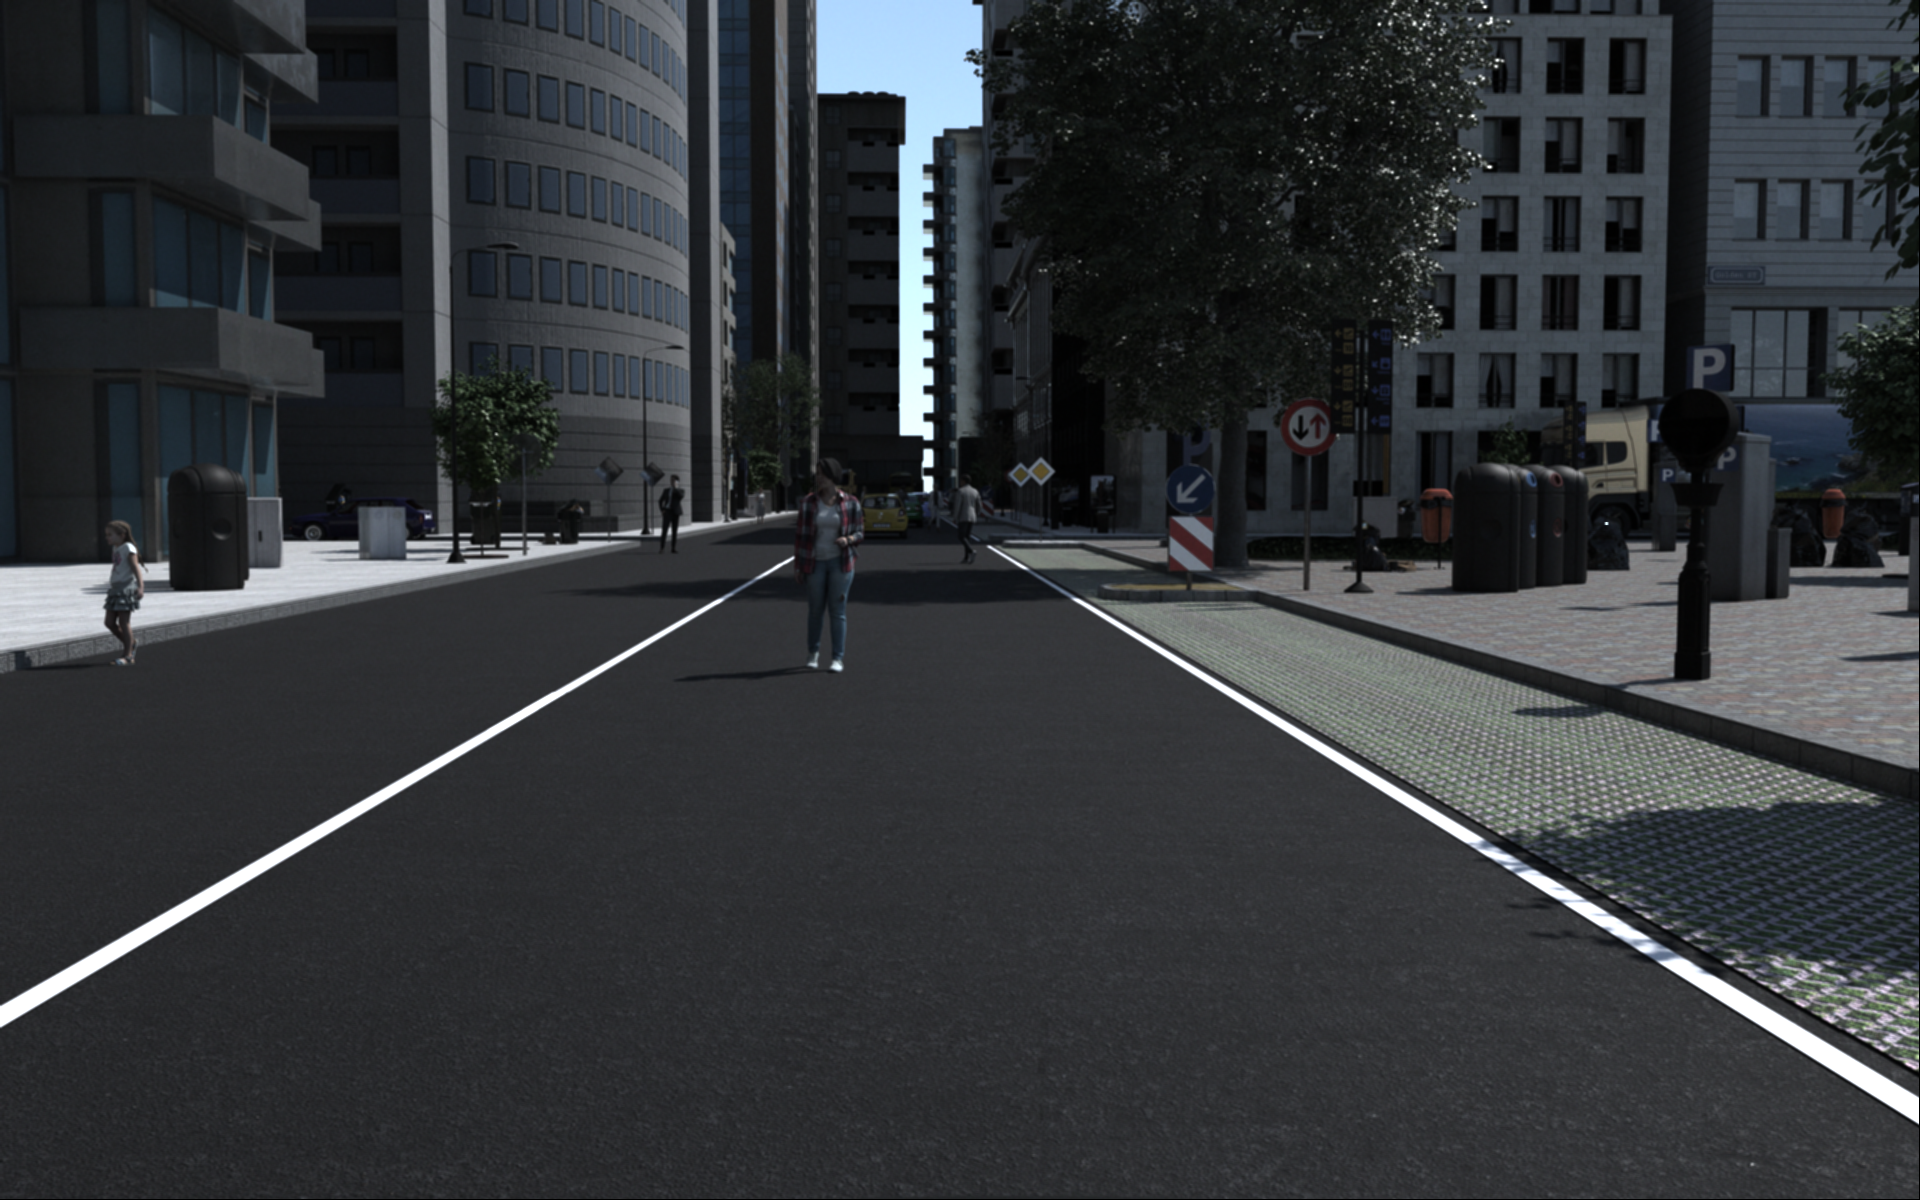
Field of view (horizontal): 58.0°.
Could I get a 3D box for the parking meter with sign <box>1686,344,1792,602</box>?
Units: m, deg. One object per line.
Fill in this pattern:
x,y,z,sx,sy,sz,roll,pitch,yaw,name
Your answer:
9.427,-1.505,20.868,1.738,3.016,0.543,-3,4,-39,parking meter with sign

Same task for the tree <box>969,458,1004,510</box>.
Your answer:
2.169,-9.752,143.154,4.285,4.588,4.351,0,3,0,tree

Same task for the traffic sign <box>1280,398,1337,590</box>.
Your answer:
4.624,-1.402,23.032,0.768,2.556,0.104,0,4,0,traffic sign

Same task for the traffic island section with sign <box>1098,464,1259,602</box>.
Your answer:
2.935,-0.928,23.807,1.989,1.847,2.006,0,4,-2,traffic island section with sign

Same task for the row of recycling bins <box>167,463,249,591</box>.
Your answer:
-10.599,-1.059,24.431,1.069,1.692,3.534,-1,4,-21,row of recycling bins

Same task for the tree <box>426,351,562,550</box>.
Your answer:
-10.689,-3.444,40.016,4.285,4.588,4.351,0,3,0,tree

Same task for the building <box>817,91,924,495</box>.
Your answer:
-18.680,-39.022,227.247,27.495,52.752,28.713,0,4,-2,building

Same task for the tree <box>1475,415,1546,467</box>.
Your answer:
13.385,-2.893,41.895,1.663,3.219,1.824,0,3,0,tree

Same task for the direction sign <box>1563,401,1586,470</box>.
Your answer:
14.990,-3.076,42.294,0.876,3.537,0.379,-3,4,-36,direction sign

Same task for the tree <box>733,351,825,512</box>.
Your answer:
-13.300,-12.164,124.642,9.928,11.665,9.643,0,3,0,tree

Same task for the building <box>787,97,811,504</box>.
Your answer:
-22.436,-29.978,173.740,14.154,41.232,14.086,0,4,-2,building

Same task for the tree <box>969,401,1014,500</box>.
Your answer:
2.486,-11.336,135.702,4.360,8.622,3.978,0,3,0,tree

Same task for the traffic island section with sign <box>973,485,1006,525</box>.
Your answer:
1.092,-4.357,79.869,1.989,1.847,2.006,0,4,-2,traffic island section with sign

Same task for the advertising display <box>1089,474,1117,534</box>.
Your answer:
4.660,-3.135,56.472,0.974,1.923,0.123,3,4,38,advertising display

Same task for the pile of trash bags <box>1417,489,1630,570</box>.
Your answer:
9.616,-1.230,29.865,3.447,1.369,1.912,0,3,0,pile of trash bags

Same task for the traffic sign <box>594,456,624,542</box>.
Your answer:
-9.326,-2.591,46.009,0.795,2.450,0.064,0,4,-2,traffic sign

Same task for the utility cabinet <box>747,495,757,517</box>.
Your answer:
-12.056,-5.351,98.647,1.020,1.237,0.306,-3,5,-41,utility cabinet

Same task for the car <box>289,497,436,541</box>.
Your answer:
-17.484,-2.334,50.748,3.894,1.354,1.945,0,4,-3,car

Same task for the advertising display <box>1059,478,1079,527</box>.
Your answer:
4.213,-3.854,68.227,0.974,1.923,0.123,0,4,-8,advertising display

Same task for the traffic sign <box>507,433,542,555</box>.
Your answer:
-9.120,-2.209,36.227,0.768,2.556,0.104,0,3,0,traffic sign

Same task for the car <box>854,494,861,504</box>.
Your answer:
-12.186,-11.426,196.604,2.009,1.686,4.222,0,4,-2,car

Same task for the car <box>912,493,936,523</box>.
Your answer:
-2.007,-4.687,86.216,1.945,1.707,3.694,0,4,-2,car

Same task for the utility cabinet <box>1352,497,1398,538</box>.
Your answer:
9.637,-1.778,40.225,1.020,1.237,0.306,1,4,14,utility cabinet

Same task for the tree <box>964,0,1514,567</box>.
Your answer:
4.796,-7.573,30.481,9.857,13.997,8.962,0,3,0,tree

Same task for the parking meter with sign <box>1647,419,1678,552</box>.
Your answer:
16.010,-2.638,39.387,0.543,3.016,1.738,1,4,13,parking meter with sign

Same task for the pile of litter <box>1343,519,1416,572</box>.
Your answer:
7.085,-0.931,29.195,1.176,0.858,1.719,0,4,6,pile of litter

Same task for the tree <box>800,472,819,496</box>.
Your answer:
-13.142,-9.555,150.830,1.663,3.219,1.824,0,3,0,tree

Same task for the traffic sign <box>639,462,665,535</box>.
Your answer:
-9.589,-3.079,53.990,0.795,2.450,0.064,0,4,-2,traffic sign

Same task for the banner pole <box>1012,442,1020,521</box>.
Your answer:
2.633,-5.724,83.612,0.401,3.779,0.863,1,4,18,banner pole

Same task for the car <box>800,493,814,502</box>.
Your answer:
-7.658,-5.228,94.522,2.155,1.783,4.494,0,4,-4,car

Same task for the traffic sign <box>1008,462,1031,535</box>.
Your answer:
1.900,-3.101,54.346,0.795,2.450,0.064,0,4,-2,traffic sign

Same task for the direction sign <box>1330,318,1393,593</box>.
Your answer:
5.208,-1.866,22.510,0.876,3.537,0.379,-1,4,-16,direction sign

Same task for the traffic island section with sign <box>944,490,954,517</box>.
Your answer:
0.201,-6.020,107.062,1.989,1.847,2.006,0,4,-2,traffic island section with sign

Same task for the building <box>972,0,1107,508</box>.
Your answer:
16.028,-34.890,159.686,28.713,52.752,27.495,0,4,-2,building

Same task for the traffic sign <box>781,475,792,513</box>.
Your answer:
-11.772,-7.185,117.576,0.768,2.556,0.104,0,4,-1,traffic sign

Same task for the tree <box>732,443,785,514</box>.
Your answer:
-12.916,-7.789,111.070,4.285,4.588,4.351,0,3,0,tree

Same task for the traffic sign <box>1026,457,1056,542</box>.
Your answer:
2.162,-2.613,46.365,0.795,2.450,0.064,0,4,-2,traffic sign

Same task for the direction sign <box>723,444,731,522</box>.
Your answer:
-10.603,-5.305,78.732,0.379,3.537,0.876,0,4,3,direction sign

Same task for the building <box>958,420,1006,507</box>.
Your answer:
11.390,-53.519,187.712,22.319,86.520,31.000,0,4,-2,building

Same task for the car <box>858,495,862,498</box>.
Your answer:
-11.314,-11.511,200.776,1.945,1.354,3.894,0,4,0,car

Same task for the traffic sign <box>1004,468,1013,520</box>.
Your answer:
2.570,-5.229,85.597,0.768,2.556,0.104,0,4,-2,traffic sign

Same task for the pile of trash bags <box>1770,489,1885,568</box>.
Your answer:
15.899,-1.344,31.724,1.912,1.369,3.447,2,4,29,pile of trash bags

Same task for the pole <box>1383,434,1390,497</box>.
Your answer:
13.624,-3.765,55.398,0.158,3.312,0.155,0,3,0,pole

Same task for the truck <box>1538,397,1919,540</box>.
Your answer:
22.271,-3.808,51.167,11.283,4.237,2.839,0,4,-1,truck

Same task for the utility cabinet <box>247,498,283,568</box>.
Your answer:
-12.331,-1.157,30.086,1.020,1.237,0.306,-1,4,-10,utility cabinet

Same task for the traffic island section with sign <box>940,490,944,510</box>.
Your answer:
-2.299,-10.676,183.178,1.989,1.847,2.006,0,4,-2,traffic island section with sign

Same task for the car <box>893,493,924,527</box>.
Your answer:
-2.520,-4.091,75.680,1.959,1.807,4.718,0,4,-2,car

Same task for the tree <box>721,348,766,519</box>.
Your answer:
-11.874,-8.396,87.629,4.360,8.622,3.978,0,3,0,tree

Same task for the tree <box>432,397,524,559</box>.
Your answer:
-9.727,-2.450,34.665,1.663,3.219,1.824,0,3,0,tree

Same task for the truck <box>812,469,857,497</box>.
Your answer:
-9.644,-8.591,136.388,3.469,3.379,9.791,0,4,-1,truck

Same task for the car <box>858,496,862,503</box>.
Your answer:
-9.702,-10.498,181.873,2.015,1.641,3.980,0,4,-3,car

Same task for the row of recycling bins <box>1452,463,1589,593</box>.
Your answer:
7.729,-1.028,23.915,1.069,1.692,3.534,3,4,38,row of recycling bins

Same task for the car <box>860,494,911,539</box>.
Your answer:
-2.601,-2.860,56.978,2.015,1.641,3.980,0,4,-3,car

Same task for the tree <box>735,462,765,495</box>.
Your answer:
-12.344,-6.578,102.153,1.663,3.219,1.824,0,3,0,tree

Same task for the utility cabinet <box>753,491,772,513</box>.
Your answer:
-13.091,-6.490,114.796,1.173,1.500,0.318,-2,4,-26,utility cabinet

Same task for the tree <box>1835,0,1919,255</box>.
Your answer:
5.666,-1.456,7.518,4.285,4.588,4.351,0,3,0,tree

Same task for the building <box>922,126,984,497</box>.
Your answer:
10.376,-37.050,225.377,30.456,49.044,23.786,0,4,-2,building
